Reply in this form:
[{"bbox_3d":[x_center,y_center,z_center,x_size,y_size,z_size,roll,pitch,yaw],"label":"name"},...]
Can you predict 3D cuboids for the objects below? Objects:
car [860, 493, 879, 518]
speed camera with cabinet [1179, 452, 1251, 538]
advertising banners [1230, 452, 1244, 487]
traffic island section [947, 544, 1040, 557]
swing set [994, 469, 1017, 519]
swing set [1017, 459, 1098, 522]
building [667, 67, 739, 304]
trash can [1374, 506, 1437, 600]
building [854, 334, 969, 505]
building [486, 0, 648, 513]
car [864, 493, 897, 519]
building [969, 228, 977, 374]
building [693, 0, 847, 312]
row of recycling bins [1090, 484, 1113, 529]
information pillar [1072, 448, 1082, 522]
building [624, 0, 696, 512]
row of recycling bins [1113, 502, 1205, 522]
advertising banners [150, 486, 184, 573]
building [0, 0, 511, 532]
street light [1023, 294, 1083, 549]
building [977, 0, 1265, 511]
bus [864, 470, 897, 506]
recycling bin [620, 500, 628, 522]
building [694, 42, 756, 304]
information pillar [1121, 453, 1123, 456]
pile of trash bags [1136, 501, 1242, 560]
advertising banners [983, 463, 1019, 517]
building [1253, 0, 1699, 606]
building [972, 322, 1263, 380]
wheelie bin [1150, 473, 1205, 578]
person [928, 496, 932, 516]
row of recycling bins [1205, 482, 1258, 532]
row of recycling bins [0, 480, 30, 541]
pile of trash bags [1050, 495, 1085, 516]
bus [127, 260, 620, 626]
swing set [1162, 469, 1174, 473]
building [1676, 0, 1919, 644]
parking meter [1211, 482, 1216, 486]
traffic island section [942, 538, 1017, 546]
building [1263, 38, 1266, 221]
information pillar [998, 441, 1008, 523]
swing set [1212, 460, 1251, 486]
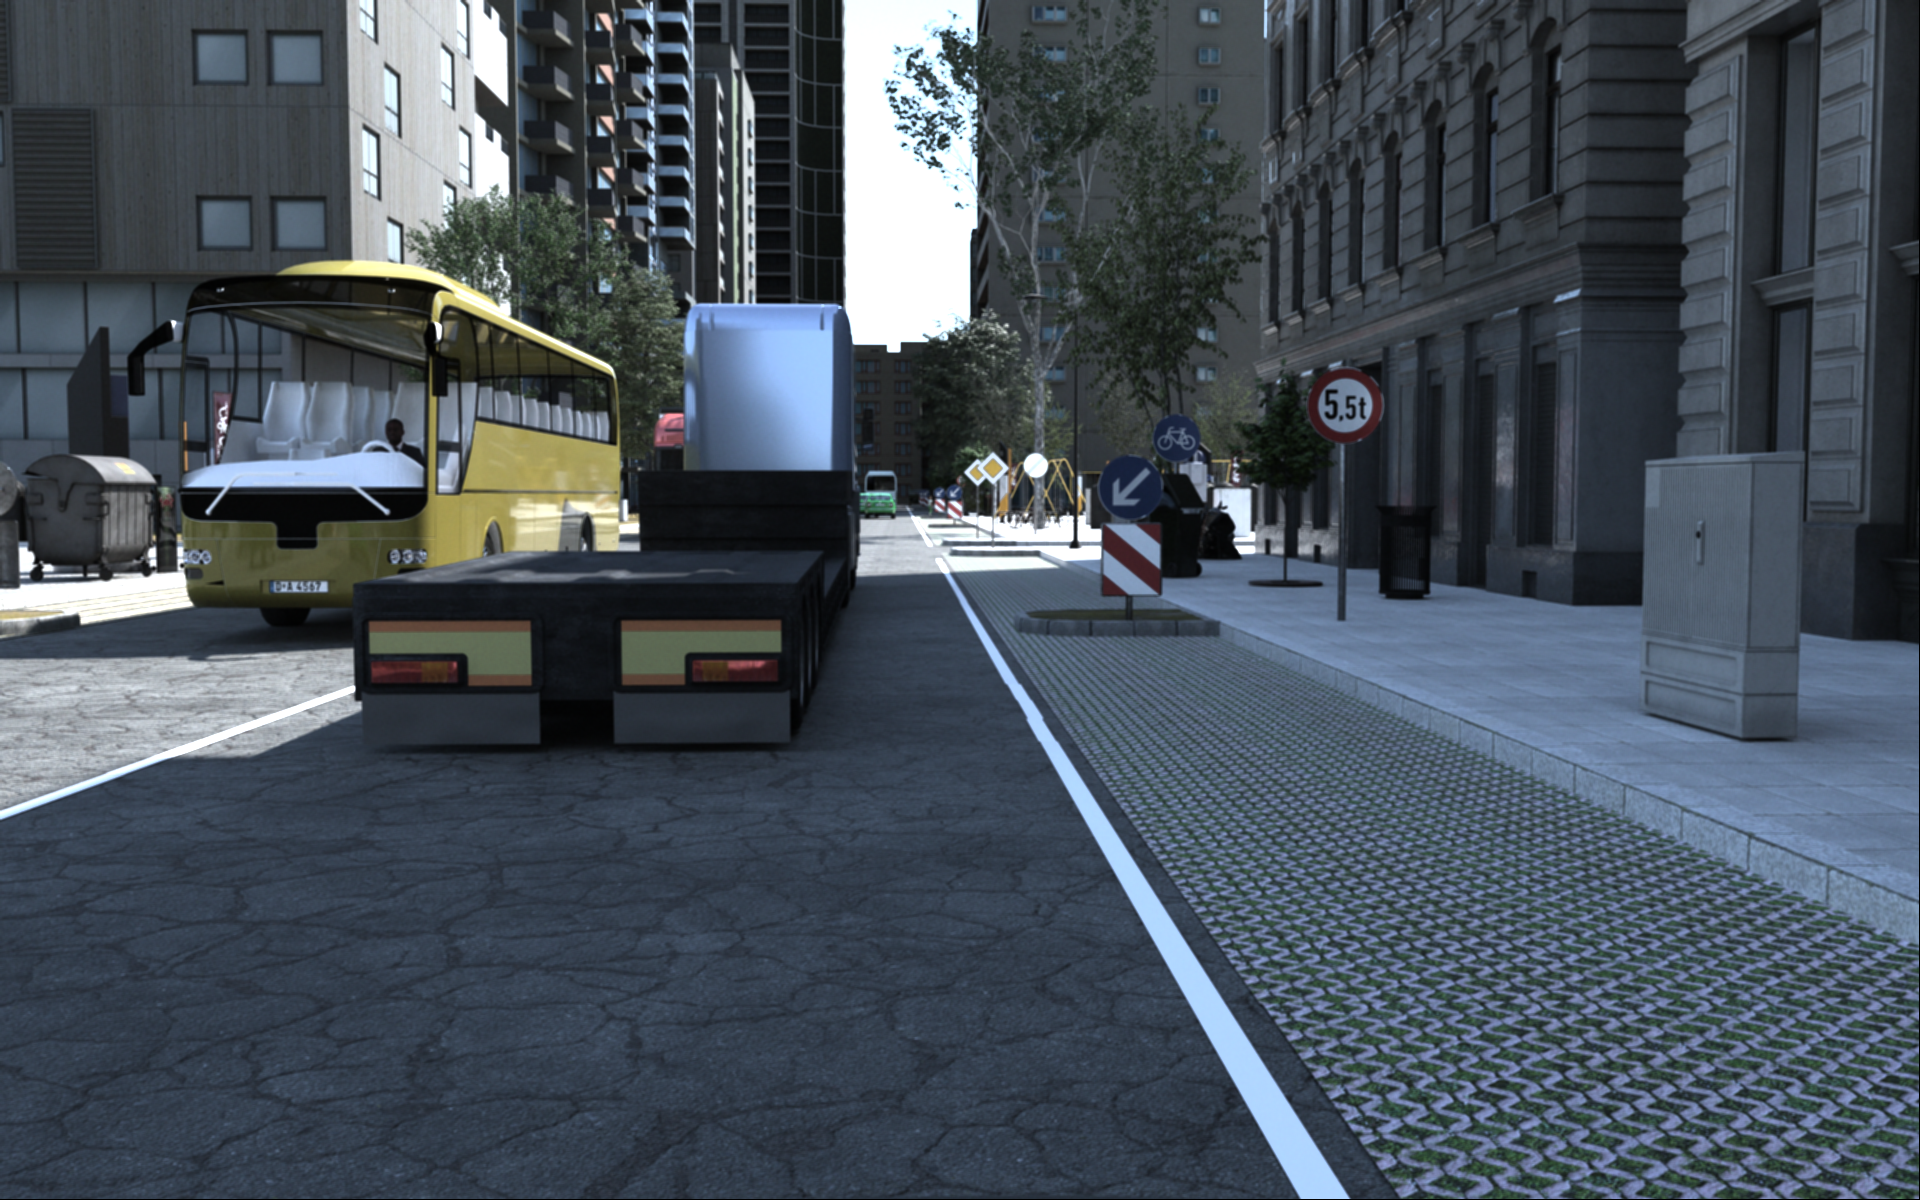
[{"bbox_3d":[-5.882,-5.987,106.678,1.959,1.807,4.718,0,4,-3],"label":"car"},{"bbox_3d":[7.470,-3.446,50.685,2.038,3.252,0.660,-1,4,-12],"label":"speed camera with cabinet"},{"bbox_3d":[10.304,-4.472,69.300,2.074,3.025,0.090,1,4,12],"label":"advertising banners"},{"bbox_3d":[0.797,-1.133,40.800,2.009,0.180,2.903,0,4,-2],"label":"traffic island section"},{"bbox_3d":[3.158,-5.265,83.704,2.862,2.851,3.119,0,4,-6],"label":"swing set"},{"bbox_3d":[4.368,-4.911,77.923,2.862,2.851,3.119,0,4,-8],"label":"swing set"},{"bbox_3d":[-28.234,-29.204,161.074,14.154,41.232,14.086,0,4,-2],"label":"building"},{"bbox_3d":[5.460,-0.587,21.245,0.748,1.137,0.748,0,3,0],"label":"trash can"},{"bbox_3d":[0.314,-23.197,224.318,28.899,21.520,27.650,0,4,-2],"label":"building"},{"bbox_3d":[-31.301,-27.572,105.427,22.147,44.769,28.867,0,4,-2],"label":"building"},{"bbox_3d":[-4.674,-5.670,101.494,1.959,1.807,4.718,0,4,-3],"label":"car"},{"bbox_3d":[7.968,-25.574,189.839,14.160,30.474,14.107,0,4,-2],"label":"building"},{"bbox_3d":[-24.816,-47.710,218.304,20.611,71.187,20.563,0,4,-2],"label":"building"},{"bbox_3d":[5.984,-3.525,64.742,1.069,1.692,3.534,3,4,37],"label":"row of recycling bins"},{"bbox_3d":[5.479,-5.470,80.791,0.504,3.616,0.183,-3,5,-39],"label":"information pillar"},{"bbox_3d":[-31.781,-50.421,137.053,22.319,86.520,31.000,0,4,-2],"label":"building"},{"bbox_3d":[7.428,-3.354,61.944,3.534,1.692,1.069,0,4,-7],"label":"row of recycling bins"},{"bbox_3d":[-12.767,-2.001,28.899,0.090,3.025,2.074,1,4,15],"label":"advertising banners"},{"bbox_3d":[-34.040,-29.340,68.952,28.713,52.752,27.495,0,4,-2],"label":"building"},{"bbox_3d":[2.171,-4.154,40.464,1.470,5.913,1.316,0,4,-2],"label":"street light"},{"bbox_3d":[12.477,-31.735,142.576,21.300,48.544,21.600,0,4,-2],"label":"building"},{"bbox_3d":[-6.685,-9.241,145.952,2.948,3.499,13.247,0,4,-3],"label":"bus"},{"bbox_3d":[-15.816,-4.134,80.147,0.722,1.027,0.722,0,4,4],"label":"recycling bin"},{"bbox_3d":[-33.090,-34.257,183.797,21.600,48.544,21.300,0,4,-2],"label":"building"},{"bbox_3d":[9.304,-6.642,99.949,0.183,3.616,0.504,-1,4,-21],"label":"information pillar"},{"bbox_3d":[4.476,-1.556,35.196,1.912,1.369,3.447,0,4,-5],"label":"pile of trash bags"},{"bbox_3d":[2.298,-6.197,97.513,2.074,3.025,0.090,1,4,16],"label":"advertising banners"},{"bbox_3d":[11.396,-10.957,28.302,9.793,20.994,18.267,0,4,-2],"label":"building"},{"bbox_3d":[15.555,-19.808,168.901,27.650,21.520,28.899,0,4,-2],"label":"building"},{"bbox_3d":[3.292,-1.149,26.700,0.693,1.594,0.980,3,5,44],"label":"wheelie bin"},{"bbox_3d":[-1.911,-5.985,110.595,0.306,1.304,0.590,1,4,15],"label":"person"},{"bbox_3d":[10.351,-3.188,59.243,3.534,1.692,1.069,-1,4,-10],"label":"row of recycling bins"},{"bbox_3d":[-24.610,-2.465,47.422,3.534,1.692,1.069,0,4,-3],"label":"row of recycling bins"},{"bbox_3d":[6.485,-5.649,102.105,1.912,1.369,3.447,1,4,17],"label":"pile of trash bags"},{"bbox_3d":[-6.512,-1.869,22.110,2.896,3.916,12.252,0,4,-3],"label":"bus"},{"bbox_3d":[14.086,-6.827,109.238,3.119,2.851,2.862,2,4,34],"label":"swing set"},{"bbox_3d":[12.779,-11.018,9.029,11.050,23.489,19.941,0,4,-2],"label":"building"},{"bbox_3d":[12.195,-4.787,83.977,0.255,1.863,0.399,3,4,39],"label":"parking meter"},{"bbox_3d":[0.517,-1.621,48.780,2.009,0.180,2.903,0,4,-2],"label":"traffic island section"},{"bbox_3d":[44.316,-41.549,221.317,28.212,58.520,21.231,0,4,-2],"label":"building"},{"bbox_3d":[1.911,-5.180,76.044,0.183,3.616,0.504,-3,5,-41],"label":"information pillar"},{"bbox_3d":[12.466,-5.066,80.443,3.119,2.851,2.862,1,4,21],"label":"swing set"}]
